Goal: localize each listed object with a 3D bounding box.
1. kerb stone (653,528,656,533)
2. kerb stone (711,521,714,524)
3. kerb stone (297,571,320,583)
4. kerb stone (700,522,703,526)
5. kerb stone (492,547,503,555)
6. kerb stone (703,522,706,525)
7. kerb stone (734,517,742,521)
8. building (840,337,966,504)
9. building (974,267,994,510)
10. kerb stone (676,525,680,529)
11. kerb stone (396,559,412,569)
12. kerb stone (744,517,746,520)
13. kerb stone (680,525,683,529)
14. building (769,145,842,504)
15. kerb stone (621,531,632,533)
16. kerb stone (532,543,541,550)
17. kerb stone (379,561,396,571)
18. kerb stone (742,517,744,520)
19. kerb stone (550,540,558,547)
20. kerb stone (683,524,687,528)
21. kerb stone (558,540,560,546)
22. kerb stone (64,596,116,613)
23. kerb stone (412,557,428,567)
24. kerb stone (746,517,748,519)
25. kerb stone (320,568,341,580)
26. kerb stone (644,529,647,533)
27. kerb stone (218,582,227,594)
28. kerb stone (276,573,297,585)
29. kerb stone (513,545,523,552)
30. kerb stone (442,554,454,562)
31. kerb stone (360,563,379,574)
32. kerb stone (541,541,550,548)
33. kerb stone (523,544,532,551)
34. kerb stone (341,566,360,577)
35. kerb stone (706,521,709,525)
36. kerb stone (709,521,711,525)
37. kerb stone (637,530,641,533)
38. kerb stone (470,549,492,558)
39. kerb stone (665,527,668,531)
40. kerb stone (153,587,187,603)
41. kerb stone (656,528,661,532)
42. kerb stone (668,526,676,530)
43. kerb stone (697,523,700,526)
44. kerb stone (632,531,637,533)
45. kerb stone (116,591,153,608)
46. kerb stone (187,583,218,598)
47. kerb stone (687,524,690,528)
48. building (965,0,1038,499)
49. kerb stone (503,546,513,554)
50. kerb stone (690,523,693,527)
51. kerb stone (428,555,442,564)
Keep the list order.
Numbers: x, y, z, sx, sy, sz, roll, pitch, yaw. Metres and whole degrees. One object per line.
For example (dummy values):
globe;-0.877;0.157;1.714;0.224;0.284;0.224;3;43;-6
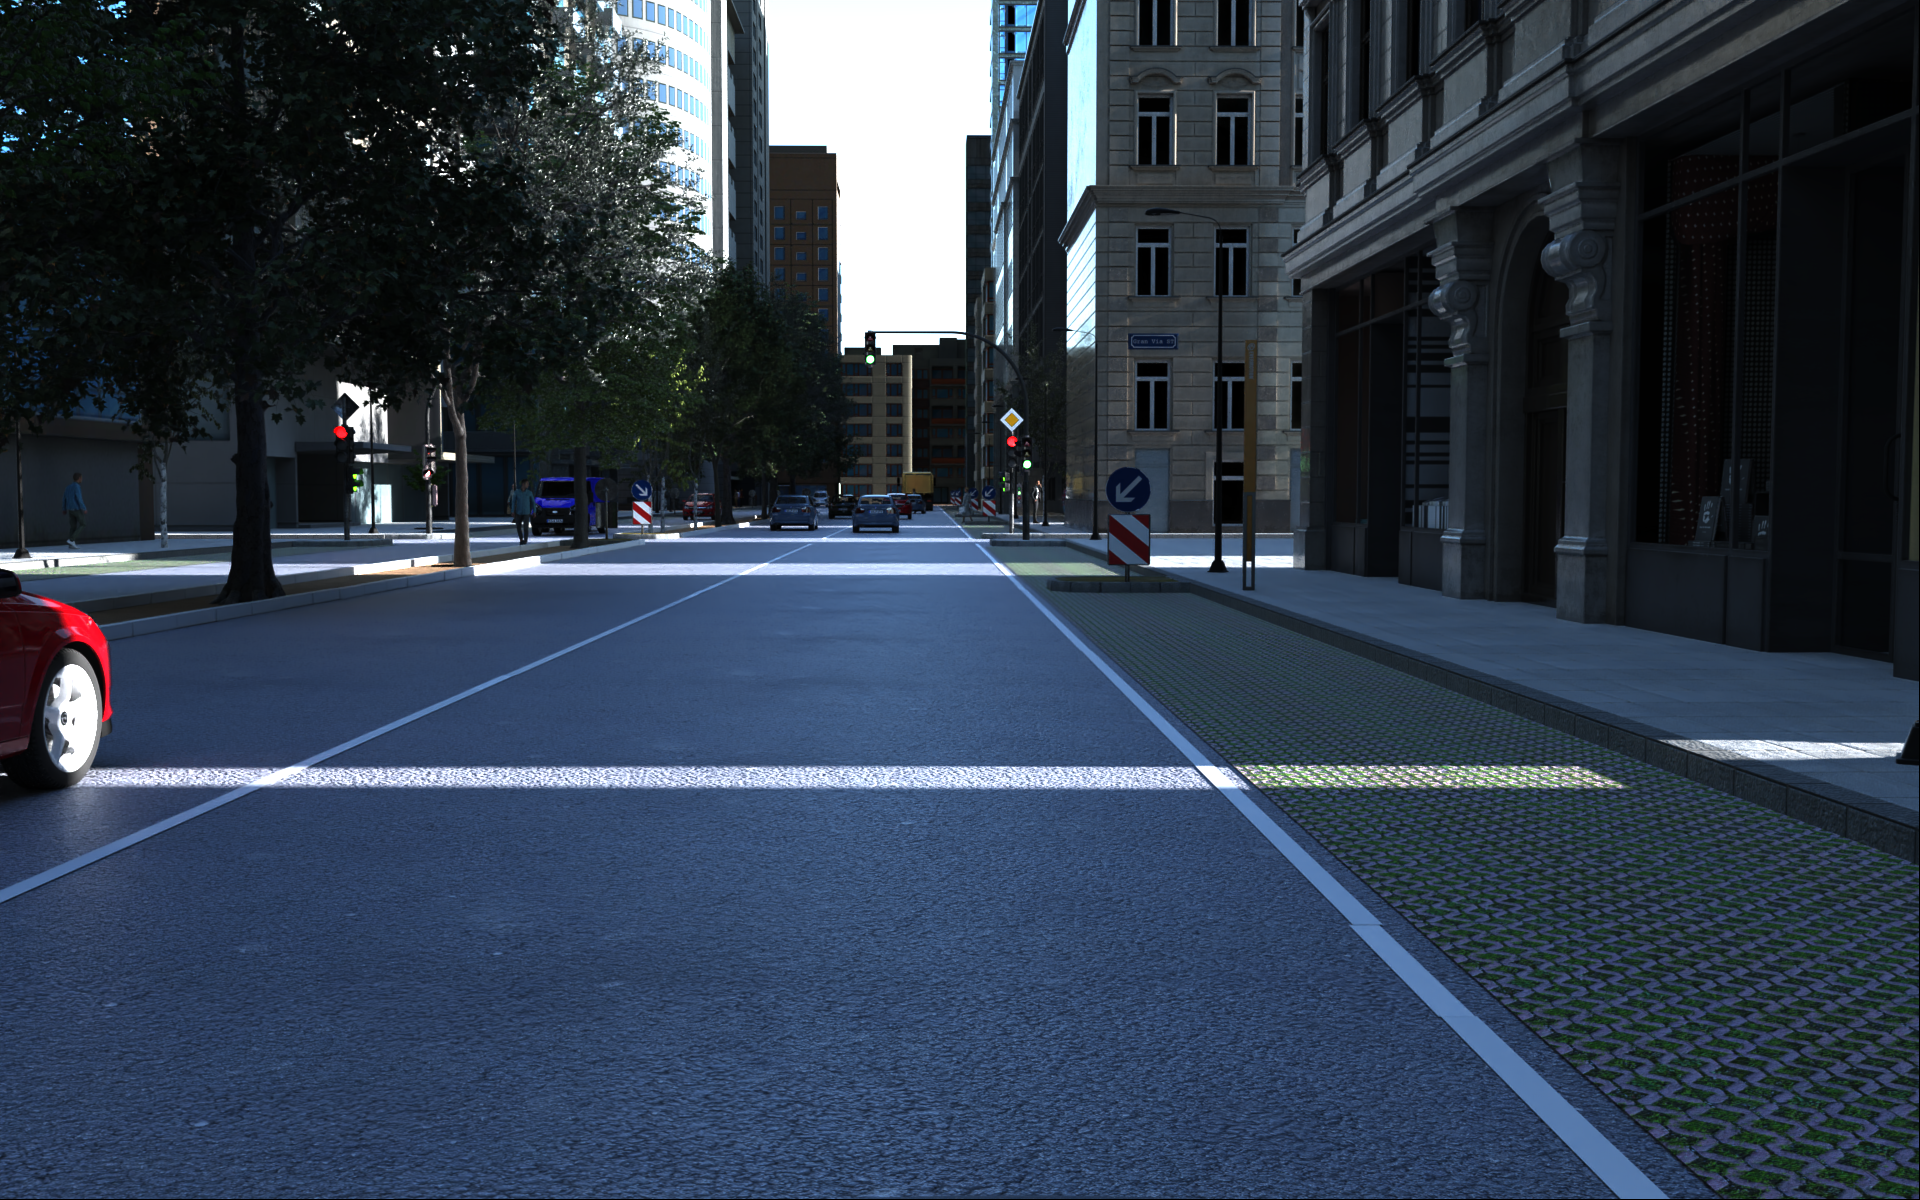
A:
kerb stone;-11.373;-2.525;63.486;0.120;0.150;1.000;0;4;-1
kerb stone;-11.730;-3.590;80.896;0.120;0.150;1.000;0;4;-1
kerb stone;-10.678;-0.363;28.137;0.120;0.150;1.000;0;4;-1
kerb stone;-11.643;-3.340;76.807;0.120;0.150;1.000;0;4;-1
kerb stone;-10.921;-1.108;40.434;0.120;0.150;1.000;0;4;-1
kerb stone;-11.669;-3.403;77.829;0.120;0.150;1.000;0;4;-1
kerb stone;-11.969;-4.340;93.192;0.120;0.150;1.000;0;4;-1
building;-0.764;-23.498;229.225;28.899;21.520;27.650;0;4;-1
building;15.415;-18.468;146.985;27.650;21.520;28.899;0;4;-1
kerb stone;-11.509;-2.902;69.636;0.120;0.150;1.000;0;4;-1
kerb stone;-10.783;-0.677;33.272;0.120;0.150;1.000;0;4;-1
kerb stone;-12.013;-4.463;95.244;0.120;0.150;1.000;0;4;-1
kerb stone;-11.524;-2.962;70.658;0.120;0.150;1.000;0;4;-1
building;-22.482;-34.963;221.759;14.200;45.320;14.600;0;4;-1
kerb stone;-11.286;-2.212;58.364;0.120;0.150;1.000;0;4;-1
kerb stone;-11.002;-1.365;44.540;0.120;0.150;1.000;0;4;-1
kerb stone;-10.763;-0.612;32.238;0.120;0.150;1.000;0;4;-1
kerb stone;-11.991;-4.401;94.222;0.120;0.150;1.000;0;4;-1
kerb stone;-11.042;-1.492;46.587;0.120;0.150;1.000;0;4;-1
kerb stone;-11.544;-3.026;71.687;0.120;0.150;1.000;0;4;-1
kerb stone;-11.064;-1.554;47.609;0.120;0.150;1.000;0;4;-1
kerb stone;-10.541;0.077;20.956;0.120;0.150;1.000;0;4;-1
kerb stone;-10.794;-0.740;34.294;0.120;0.150;1.000;0;4;-1
kerb stone;-12.033;-4.530;96.267;0.120;0.150;1.000;0;4;-1
kerb stone;-10.703;-0.421;29.163;0.120;0.150;1.000;0;4;-1
kerb stone;-11.343;-2.399;61.442;0.120;0.150;1.000;0;4;-1
kerb stone;-10.620;-0.176;25.068;0.120;0.150;1.000;0;4;-1
kerb stone;-10.657;-0.301;27.114;0.120;0.150;1.000;0;4;-1
kerb stone;-10.965;-1.241;42.490;0.120;0.150;1.000;0;4;-1
kerb stone;-10.856;-0.861;36.337;0.120;0.150;1.000;0;4;-1
kerb stone;-10.736;-0.550;31.212;0.120;0.150;1.000;0;4;-1
kerb stone;-11.029;-1.427;45.562;0.120;0.150;1.000;0;4;-1
kerb stone;-10.982;-1.304;43.518;0.120;0.150;1.000;0;4;-1
kerb stone;-10.730;-0.489;30.188;0.120;0.150;1.000;0;4;-1
kerb stone;-11.688;-3.459;78.852;0.120;0.150;1.000;0;4;-1
kerb stone;-11.707;-3.528;79.874;0.120;0.150;1.000;0;4;-1
kerb stone;-11.321;-2.338;60.418;0.120;0.150;1.000;0;4;-1
kerb stone;-10.902;-1.053;39.412;0.120;0.150;1.000;0;4;-1
kerb stone;-11.444;-2.712;66.565;0.120;0.150;1.000;0;4;-1
kerb stone;-10.574;-0.050;23.008;0.120;0.150;1.000;0;4;-1
kerb stone;-11.416;-2.645;65.532;0.120;0.150;1.000;0;4;-1
kerb stone;-11.471;-2.837;68.609;0.120;0.150;1.000;0;4;-1
kerb stone;-11.620;-3.278;75.785;0.120;0.150;1.000;0;4;-1
kerb stone;-11.310;-2.275;59.396;0.120;0.150;1.000;0;4;-1
kerb stone;-10.564;0.017;21.978;0.120;0.150;1.000;0;4;-1
kerb stone;-10.600;-0.113;24.047;0.120;0.150;1.000;0;4;-1
kerb stone;-11.560;-3.087;72.711;0.120;0.150;1.000;0;4;-1
building;12.008;-52.836;176.543;22.319;86.520;31.000;0;4;-1
kerb stone;-10.945;-1.178;41.461;0.120;0.150;1.000;0;4;-1
kerb stone;-11.584;-3.152;73.732;0.120;0.150;1.000;0;4;-1
kerb stone;-10.820;-0.802;35.316;0.120;0.150;1.000;0;4;-1
